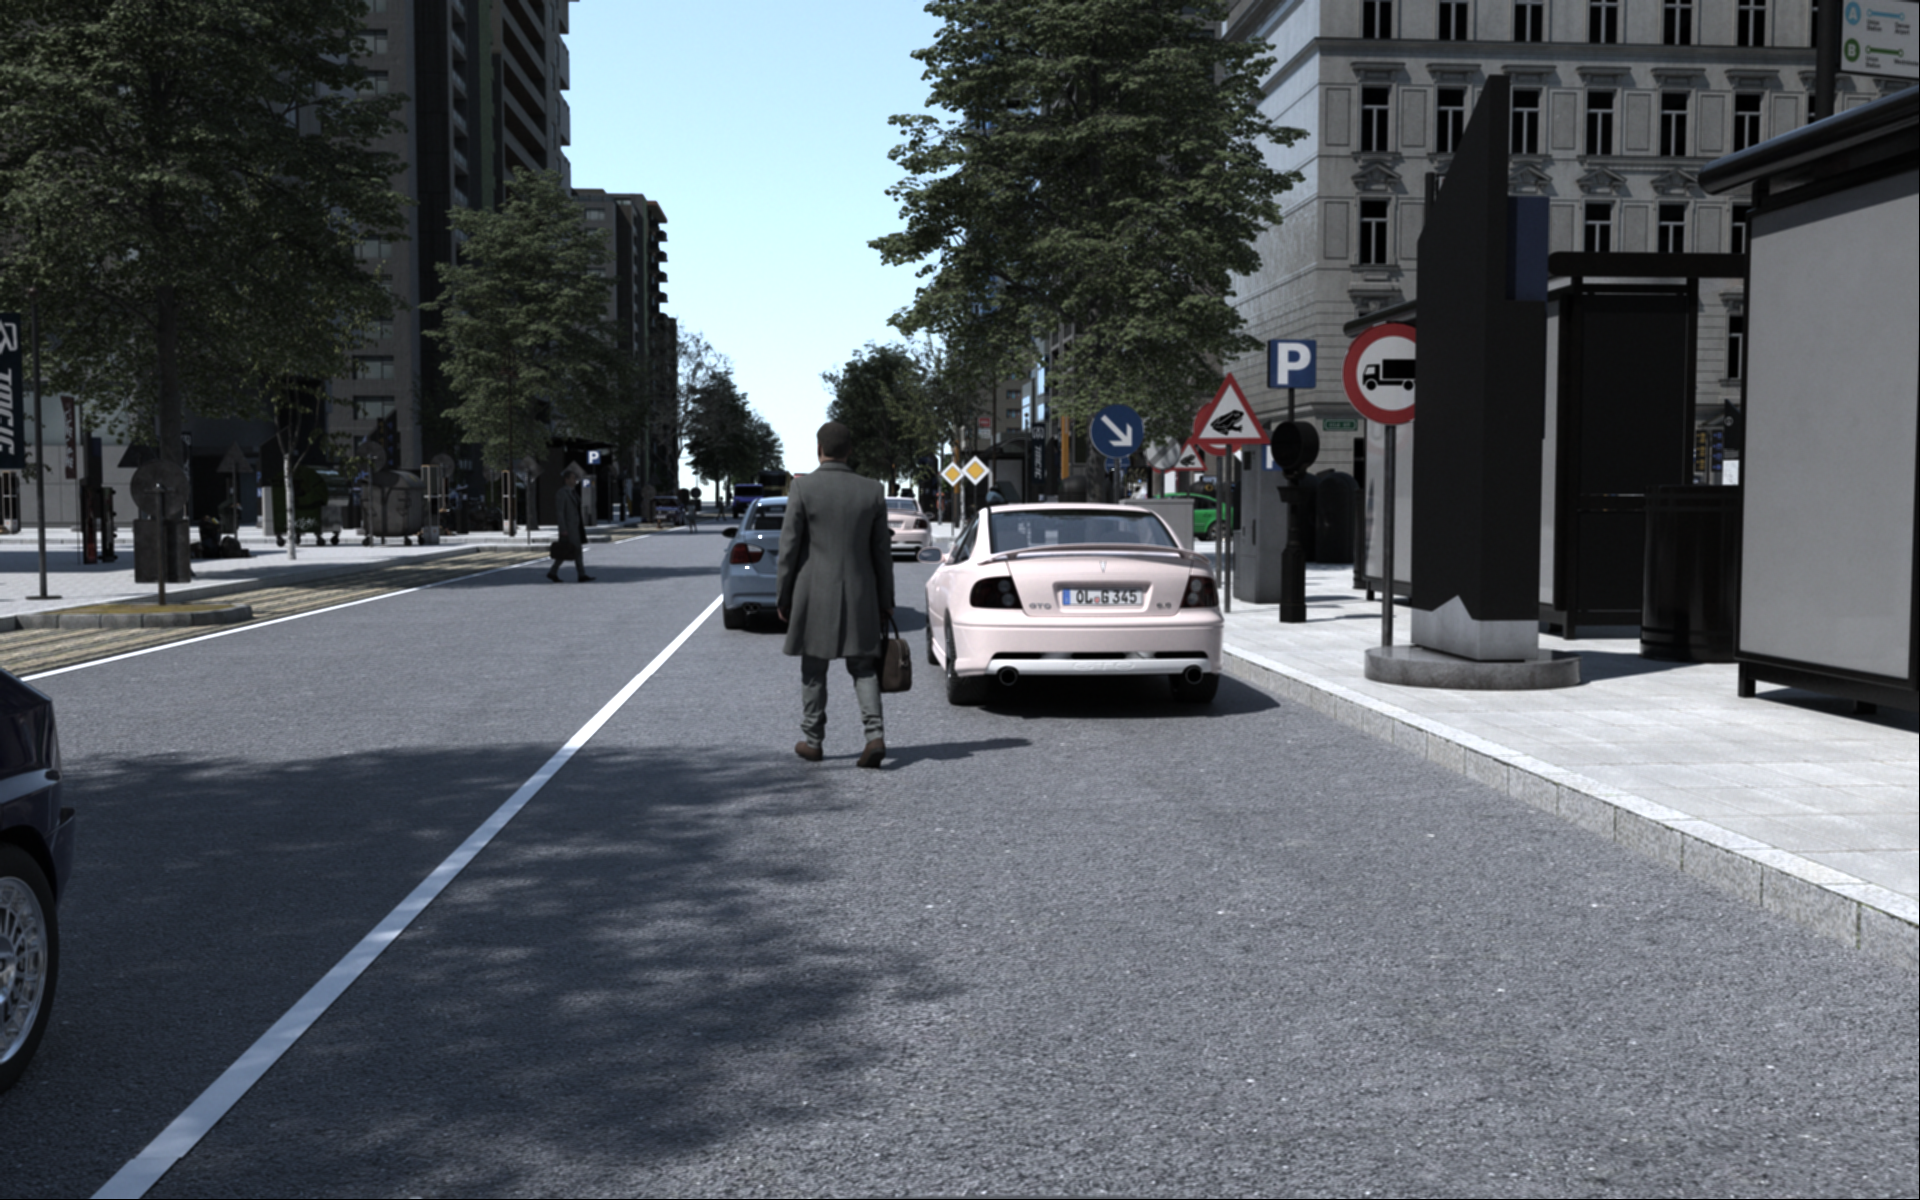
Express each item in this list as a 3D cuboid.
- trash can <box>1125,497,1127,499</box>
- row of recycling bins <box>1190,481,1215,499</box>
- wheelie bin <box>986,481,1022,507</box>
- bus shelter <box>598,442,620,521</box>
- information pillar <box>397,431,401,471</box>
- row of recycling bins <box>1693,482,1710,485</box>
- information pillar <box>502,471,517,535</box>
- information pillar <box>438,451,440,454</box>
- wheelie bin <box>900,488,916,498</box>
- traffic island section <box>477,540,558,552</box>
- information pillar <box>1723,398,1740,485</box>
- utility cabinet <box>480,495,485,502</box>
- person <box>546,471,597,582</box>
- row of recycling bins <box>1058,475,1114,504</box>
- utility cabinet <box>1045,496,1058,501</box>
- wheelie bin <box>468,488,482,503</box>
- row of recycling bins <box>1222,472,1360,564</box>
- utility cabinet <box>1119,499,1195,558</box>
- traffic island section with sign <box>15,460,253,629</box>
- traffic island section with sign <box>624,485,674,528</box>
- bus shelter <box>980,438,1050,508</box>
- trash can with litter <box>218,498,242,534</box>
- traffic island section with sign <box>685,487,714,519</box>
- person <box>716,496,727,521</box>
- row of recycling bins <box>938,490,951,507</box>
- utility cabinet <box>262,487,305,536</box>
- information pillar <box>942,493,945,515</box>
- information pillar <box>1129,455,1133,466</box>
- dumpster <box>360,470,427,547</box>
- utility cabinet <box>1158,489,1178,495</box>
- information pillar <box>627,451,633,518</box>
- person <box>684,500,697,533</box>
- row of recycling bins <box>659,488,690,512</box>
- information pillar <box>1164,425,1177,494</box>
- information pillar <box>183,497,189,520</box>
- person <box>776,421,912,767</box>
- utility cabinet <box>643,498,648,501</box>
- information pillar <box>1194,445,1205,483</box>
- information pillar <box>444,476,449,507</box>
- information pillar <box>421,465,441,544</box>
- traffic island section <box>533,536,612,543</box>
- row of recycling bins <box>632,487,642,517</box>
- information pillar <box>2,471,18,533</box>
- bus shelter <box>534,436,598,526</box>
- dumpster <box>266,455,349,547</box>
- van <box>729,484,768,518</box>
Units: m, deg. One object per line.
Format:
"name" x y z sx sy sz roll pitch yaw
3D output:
"trash can" 8.373 -4.797 90.090 0.748 1.137 0.748 0 3 0
"row of recycling bins" 8.935 -2.914 54.758 3.534 1.692 1.069 0 4 -4
"wheelie bin" 1.036 -2.080 41.920 0.693 1.594 0.980 2 4 35
"bus shelter" -16.869 -5.412 79.776 1.731 3.624 6.357 0 4 -5
"information pillar" -20.898 -4.457 64.229 0.183 3.616 0.504 1 4 19
"row of recycling bins" 24.188 -3.126 58.219 3.534 1.692 1.069 -3 4 -37
"information pillar" -14.286 -3.085 54.925 0.304 2.012 0.304 2 4 34
"information pillar" -28.201 -6.276 93.961 0.183 3.616 0.504 -2 4 -32
"wheelie bin" -2.935 -5.424 96.585 0.980 1.594 0.693 1 4 20
"traffic island section" -10.942 -1.321 43.881 2.009 0.180 2.903 0 4 -4
"information pillar" 18.831 -3.114 42.268 0.183 3.616 0.504 -2 4 -27
"utility cabinet" -31.554 -6.285 113.928 0.306 1.237 1.020 -2 4 -32
"person" -6.327 -1.196 28.157 0.767 1.812 0.694 1 4 10
"row of recycling bins" 2.879 -1.934 38.740 1.069 1.692 3.534 1 4 13
"utility cabinet" 3.592 -3.475 67.976 0.306 1.237 1.020 3 4 38
"wheelie bin" -26.472 -5.269 94.052 0.980 1.594 0.693 -2 4 -29
"row of recycling bins" 6.418 -1.605 33.357 1.069 1.692 3.534 -2 4 -25
"utility cabinet" 2.752 -0.803 24.291 1.020 1.237 0.306 -1 4 -13
"traffic island section with sign" -9.057 -0.650 19.253 1.989 1.847 2.006 0 4 -4
"traffic island section with sign" -13.297 -4.007 74.144 1.989 1.847 2.006 0 4 -4
"bus shelter" 2.010 -4.335 64.797 2.014 3.302 5.546 0 4 -5
"trash can with litter" -23.444 -2.672 55.069 0.624 1.170 1.055 2 4 35
"traffic island section with sign" -15.387 -5.660 101.176 1.989 1.847 2.006 0 4 -4
"person" -12.850 -4.918 93.183 0.640 1.303 0.475 -2 4 -33
"row of recycling bins" -1.145 -6.858 119.233 1.069 1.692 3.534 -1 4 -18
"utility cabinet" -20.541 -2.686 52.593 1.173 1.500 0.318 -3 4 -36
"information pillar" -1.067 -5.965 102.013 0.304 2.012 0.304 1 4 11
"information pillar" 9.551 -6.449 96.793 0.183 3.616 0.504 -1 4 -9
"dumpster" -14.031 -2.270 42.866 1.264 1.857 1.865 0 4 -4
"utility cabinet" 9.720 -4.425 81.034 0.318 1.500 1.173 3 5 43
"information pillar" -18.078 -6.323 94.734 0.183 3.616 0.504 -2 4 -34
"person" -9.996 -3.100 64.204 0.505 1.210 0.382 0 4 -6
"row of recycling bins" -20.212 -7.038 122.187 1.069 1.692 3.534 1 4 21
"information pillar" 6.931 -4.031 57.267 0.504 3.616 0.183 2 4 32
"information pillar" -28.583 -3.622 63.708 0.304 2.012 0.304 0 3 0
"person" -0.643 -0.036 9.191 0.694 1.812 0.767 -1 4 -21
"utility cabinet" -17.076 -5.253 94.570 0.318 1.500 1.173 0 4 3
"information pillar" 9.500 -4.736 68.788 0.183 3.616 0.504 -3 4 -38
"information pillar" -20.626 -3.958 69.212 0.304 2.012 0.304 2 4 23
"information pillar" -13.546 -2.436 44.314 0.304 2.012 0.304 2 4 35
"traffic island section" -11.558 -1.808 51.843 2.009 0.180 2.903 0 4 -4
"row of recycling bins" -18.533 -5.672 99.853 1.069 1.692 3.534 0 4 -4
"information pillar" -30.954 -3.177 56.442 0.304 2.012 0.304 1 4 11
"bus shelter" -16.649 -4.983 72.748 1.731 3.624 6.357 0 4 -4
"dumpster" -16.127 -2.468 42.845 1.502 2.255 1.985 0 4 -5
"van" -12.611 -6.065 103.543 2.240 2.365 5.245 0 4 -6
